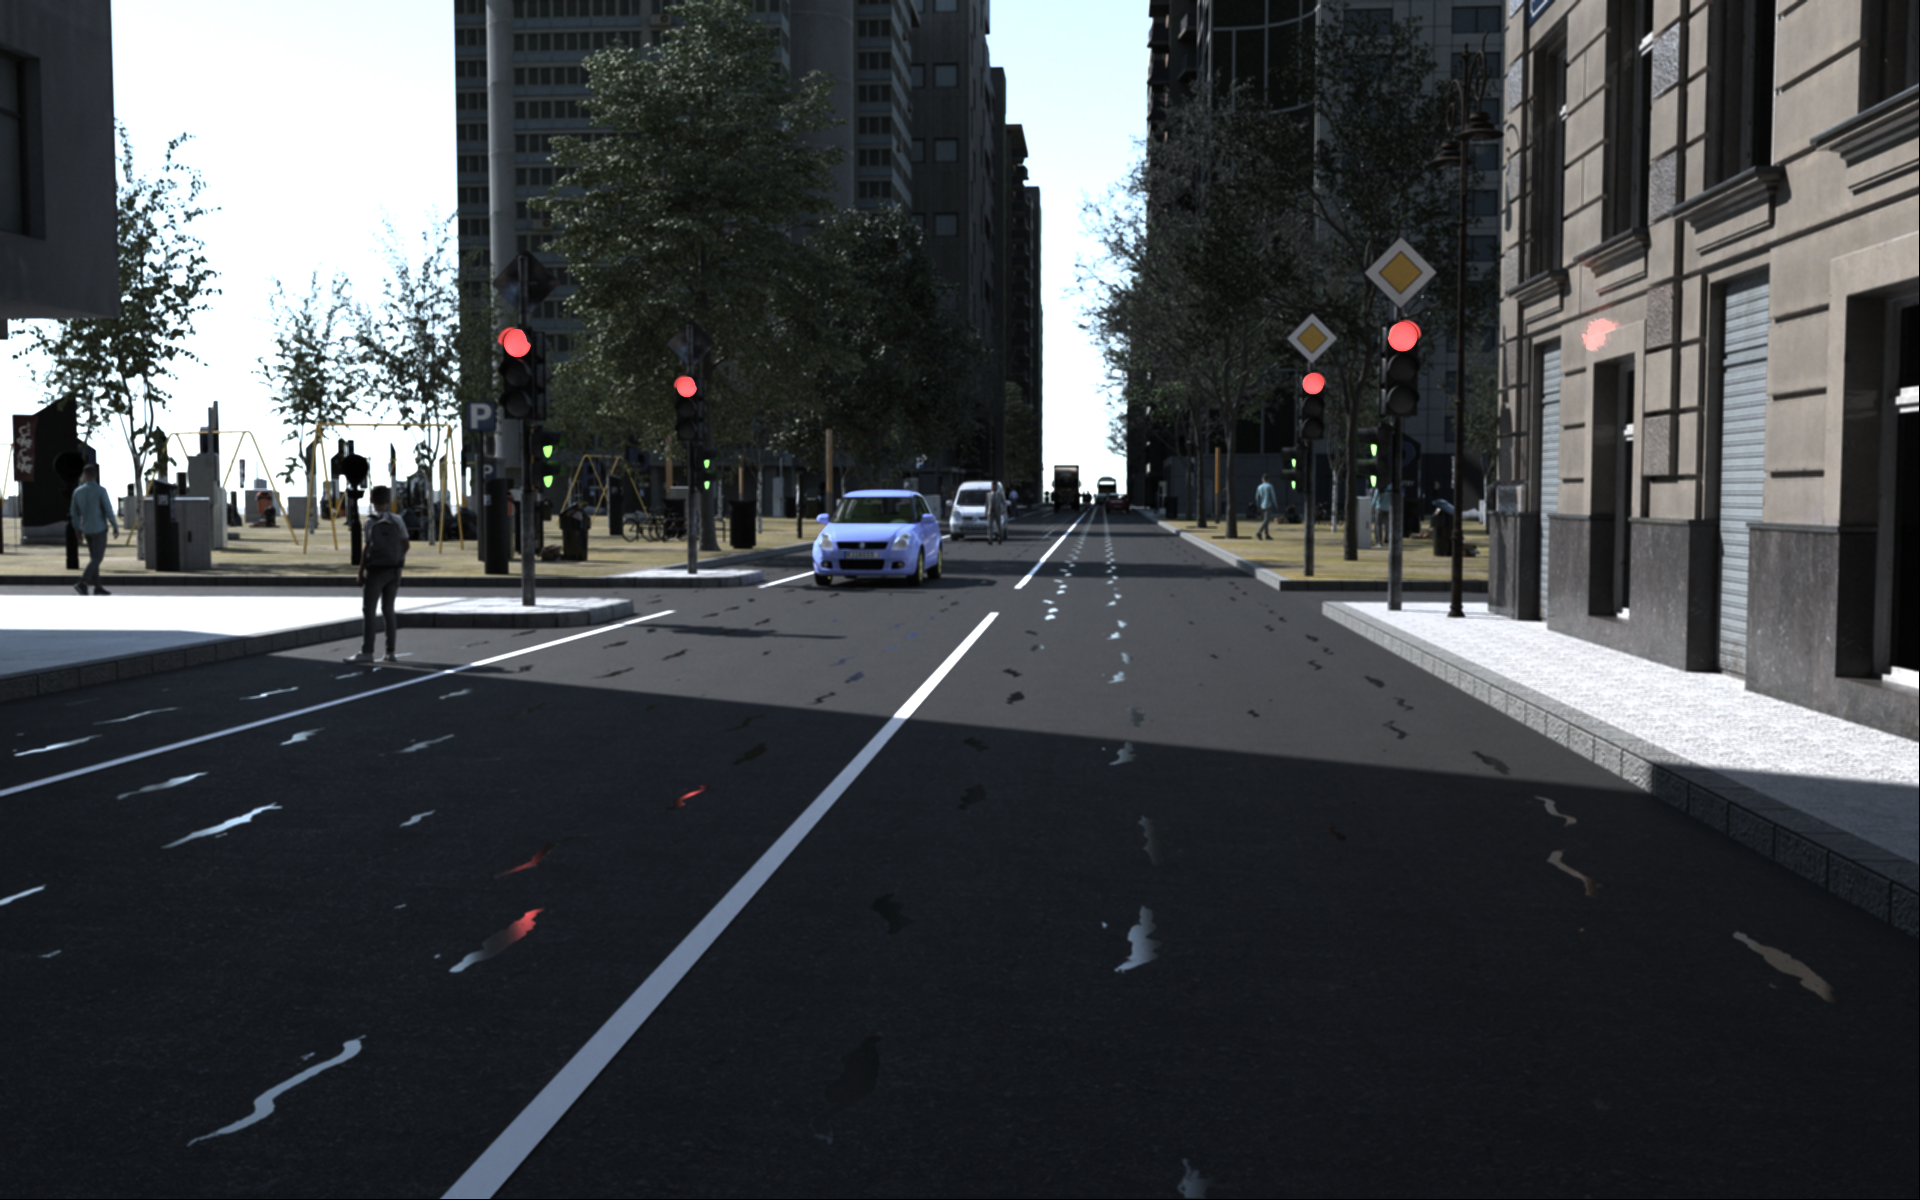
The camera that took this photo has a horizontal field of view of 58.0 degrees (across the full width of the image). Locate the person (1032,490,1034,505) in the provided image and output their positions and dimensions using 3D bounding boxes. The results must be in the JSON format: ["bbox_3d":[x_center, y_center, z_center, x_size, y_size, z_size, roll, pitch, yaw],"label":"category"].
[{"bbox_3d":[8.540,-12.170,205.728,0.721,1.736,1.217,0,4,0],"label":"person"}]

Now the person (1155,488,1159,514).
[{"bbox_3d":[12.574,-6.255,109.231,0.530,1.710,0.541,-3,4,-37],"label":"person"}]

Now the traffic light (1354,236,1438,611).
[{"bbox_3d":[4.785,-1.841,19.026,0.839,4.253,0.868,0,4,5],"label":"traffic light"}]

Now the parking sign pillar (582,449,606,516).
[{"bbox_3d":[-22.049,-7.078,104.195,1.447,3.967,1.447,1,4,10],"label":"parking sign pillar"}]

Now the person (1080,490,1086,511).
[{"bbox_3d":[10.396,-8.312,144.925,1.217,1.766,0.721,-1,4,-13],"label":"person"}]

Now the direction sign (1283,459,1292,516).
[{"bbox_3d":[18.768,-6.565,99.334,0.379,3.537,0.876,-1,4,-20],"label":"direction sign"}]

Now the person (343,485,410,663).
[{"bbox_3d":[-4.967,-0.226,14.796,0.523,1.515,0.503,0,4,4],"label":"person"}]

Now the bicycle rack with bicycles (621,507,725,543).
[{"bbox_3d":[-7.801,-2.060,47.068,2.925,0.926,2.852,-2,4,-33],"label":"bicycle rack with bicycles"}]

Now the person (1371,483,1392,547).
[{"bbox_3d":[10.309,-2.211,42.055,0.638,1.841,0.748,0,4,-6],"label":"person"}]

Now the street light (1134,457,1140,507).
[{"bbox_3d":[19.848,-13.682,196.481,0.468,5.910,1.993,0,4,5],"label":"street light"}]

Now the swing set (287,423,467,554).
[{"bbox_3d":[-12.869,-2.495,38.407,3.119,2.851,2.862,0,4,-6],"label":"swing set"}]

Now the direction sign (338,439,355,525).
[{"bbox_3d":[-25.423,-4.882,71.815,0.379,3.537,0.876,2,4,26],"label":"direction sign"}]

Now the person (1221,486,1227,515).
[{"bbox_3d":[16.136,-6.020,105.008,0.750,1.759,0.617,3,4,37],"label":"person"}]

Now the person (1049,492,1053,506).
[{"bbox_3d":[10.695,-11.859,203.856,0.415,1.643,0.593,-2,4,-32],"label":"person"}]

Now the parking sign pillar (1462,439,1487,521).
[{"bbox_3d":[24.654,-5.788,83.106,1.447,3.967,1.447,-2,4,-30],"label":"parking sign pillar"}]

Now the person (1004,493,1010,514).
[{"bbox_3d":[3.313,-6.879,120.992,1.348,1.821,0.705,0,4,1],"label":"person"}]

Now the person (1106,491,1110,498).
[{"bbox_3d":[15.007,-10.067,173.828,0.721,1.736,1.217,-2,4,-30],"label":"person"}]

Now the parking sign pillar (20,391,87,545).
[{"bbox_3d":[-23.279,-3.413,44.280,1.447,3.967,1.447,-2,4,-31],"label":"parking sign pillar"}]

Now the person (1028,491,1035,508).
[{"bbox_3d":[6.508,-9.218,160.149,0.756,1.711,0.436,0,4,5],"label":"person"}]

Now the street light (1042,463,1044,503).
[{"bbox_3d":[12.197,-17.172,253.549,0.468,5.910,1.993,0,4,5],"label":"street light"}]

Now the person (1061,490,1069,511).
[{"bbox_3d":[8.716,-8.224,143.499,0.617,1.759,0.750,0,4,7],"label":"person"}]

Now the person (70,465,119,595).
[{"bbox_3d":[-12.206,-0.973,24.271,0.638,1.841,0.748,1,4,21],"label":"person"}]

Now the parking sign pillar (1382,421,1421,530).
[{"bbox_3d":[16.089,-4.563,63.075,1.447,3.967,1.447,2,4,29],"label":"parking sign pillar"}]

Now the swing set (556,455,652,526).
[{"bbox_3d":[-14.509,-4.446,70.318,2.862,2.851,3.119,1,4,17],"label":"swing set"}]

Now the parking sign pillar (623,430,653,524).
[{"bbox_3d":[-13.702,-5.209,73.633,1.447,3.967,1.447,2,4,28],"label":"parking sign pillar"}]

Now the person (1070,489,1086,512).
[{"bbox_3d":[9.490,-8.016,139.500,1.348,1.831,0.705,1,4,10],"label":"person"}]

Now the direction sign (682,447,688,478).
[{"bbox_3d":[-12.977,-5.556,82.833,0.876,3.537,0.379,3,4,38],"label":"direction sign"}]

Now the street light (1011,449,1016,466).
[{"bbox_3d":[5.272,-11.993,168.867,0.468,5.910,1.993,0,4,5],"label":"street light"}]

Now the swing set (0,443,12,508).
[{"bbox_3d":[-30.179,-3.345,52.317,2.862,2.851,3.119,3,5,39],"label":"swing set"}]

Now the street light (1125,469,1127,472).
[{"bbox_3d":[25.098,-17.596,260.489,0.468,5.910,1.993,0,4,5],"label":"street light"}]

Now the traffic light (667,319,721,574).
[{"bbox_3d":[-4.290,-2.376,27.766,0.839,4.253,0.868,0,4,5],"label":"traffic light"}]

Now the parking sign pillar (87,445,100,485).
[{"bbox_3d":[-35.848,-5.029,70.696,1.447,3.967,1.447,3,5,40],"label":"parking sign pillar"}]

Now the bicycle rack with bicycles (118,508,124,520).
[{"bbox_3d":[-39.618,-4.410,85.487,2.925,0.926,2.852,0,4,-3],"label":"bicycle rack with bicycles"}]

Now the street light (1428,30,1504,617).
[{"bbox_3d":[5.183,-2.760,17.913,0.468,5.910,1.993,0,4,5],"label":"street light"}]

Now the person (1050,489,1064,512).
[{"bbox_3d":[7.546,-7.754,135.417,1.348,1.807,0.705,-3,4,-36],"label":"person"}]

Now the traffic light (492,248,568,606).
[{"bbox_3d":[-4.945,-1.889,19.808,0.839,4.253,0.868,0,4,5],"label":"traffic light"}]

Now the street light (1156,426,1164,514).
[{"bbox_3d":[13.033,-8.584,113.133,0.468,5.910,1.993,0,4,5],"label":"street light"}]

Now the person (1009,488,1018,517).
[{"bbox_3d":[3.394,-6.083,107.831,0.709,1.838,0.599,1,4,16],"label":"person"}]

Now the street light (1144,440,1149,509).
[{"bbox_3d":[15.581,-10.553,145.334,0.468,5.910,1.993,0,4,5],"label":"street light"}]

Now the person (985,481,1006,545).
[{"bbox_3d":[1.001,-2.459,48.972,0.678,1.792,0.850,1,4,15],"label":"person"}]

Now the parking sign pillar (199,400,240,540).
[{"bbox_3d":[-21.256,-3.711,49.140,1.447,3.967,1.447,-1,4,-19],"label":"parking sign pillar"}]

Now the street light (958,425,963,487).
[{"bbox_3d":[-0.013,-8.070,104.739,0.468,5.910,1.993,0,4,5],"label":"street light"}]

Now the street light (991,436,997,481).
[{"bbox_3d":[2.659,-10.039,136.920,0.468,5.910,1.993,0,4,5],"label":"street light"}]

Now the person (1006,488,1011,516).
[{"bbox_3d":[3.244,-6.557,115.335,0.705,1.869,1.348,-1,4,-12],"label":"person"}]

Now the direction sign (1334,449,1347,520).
[{"bbox_3d":[19.138,-5.793,86.709,0.876,3.537,0.379,1,4,9],"label":"direction sign"}]

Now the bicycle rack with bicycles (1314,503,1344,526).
[{"bbox_3d":[15.747,-3.540,71.258,2.852,0.926,2.925,1,4,9],"label":"bicycle rack with bicycles"}]

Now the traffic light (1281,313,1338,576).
[{"bbox_3d":[5.440,-2.328,26.984,0.839,4.253,0.868,0,4,5],"label":"traffic light"}]

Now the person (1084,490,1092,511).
[{"bbox_3d":[10.472,-8.157,142.396,0.617,1.759,0.750,2,4,32],"label":"person"}]

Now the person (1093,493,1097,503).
[{"bbox_3d":[20.347,-15.353,260.986,0.593,1.643,0.415,-3,5,-43],"label":"person"}]
